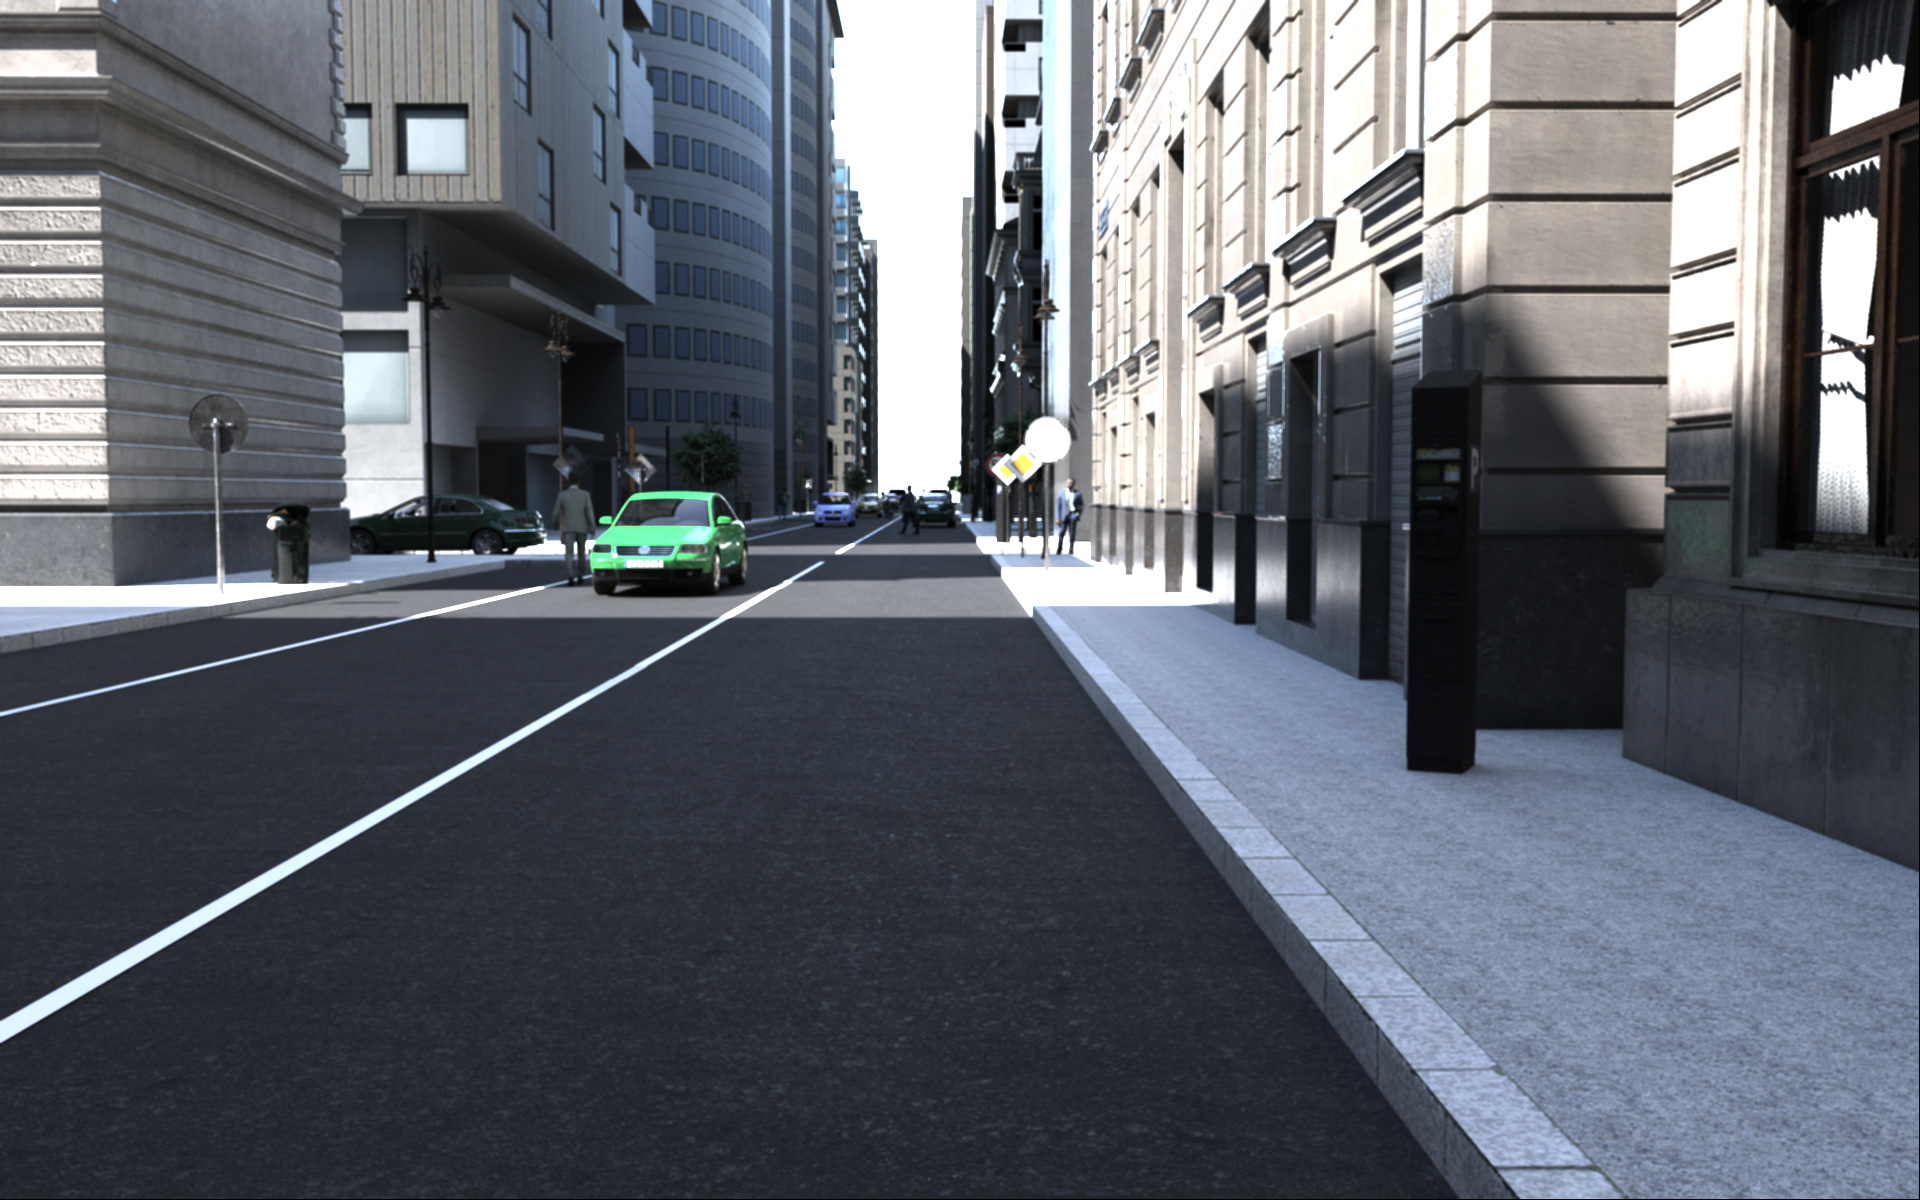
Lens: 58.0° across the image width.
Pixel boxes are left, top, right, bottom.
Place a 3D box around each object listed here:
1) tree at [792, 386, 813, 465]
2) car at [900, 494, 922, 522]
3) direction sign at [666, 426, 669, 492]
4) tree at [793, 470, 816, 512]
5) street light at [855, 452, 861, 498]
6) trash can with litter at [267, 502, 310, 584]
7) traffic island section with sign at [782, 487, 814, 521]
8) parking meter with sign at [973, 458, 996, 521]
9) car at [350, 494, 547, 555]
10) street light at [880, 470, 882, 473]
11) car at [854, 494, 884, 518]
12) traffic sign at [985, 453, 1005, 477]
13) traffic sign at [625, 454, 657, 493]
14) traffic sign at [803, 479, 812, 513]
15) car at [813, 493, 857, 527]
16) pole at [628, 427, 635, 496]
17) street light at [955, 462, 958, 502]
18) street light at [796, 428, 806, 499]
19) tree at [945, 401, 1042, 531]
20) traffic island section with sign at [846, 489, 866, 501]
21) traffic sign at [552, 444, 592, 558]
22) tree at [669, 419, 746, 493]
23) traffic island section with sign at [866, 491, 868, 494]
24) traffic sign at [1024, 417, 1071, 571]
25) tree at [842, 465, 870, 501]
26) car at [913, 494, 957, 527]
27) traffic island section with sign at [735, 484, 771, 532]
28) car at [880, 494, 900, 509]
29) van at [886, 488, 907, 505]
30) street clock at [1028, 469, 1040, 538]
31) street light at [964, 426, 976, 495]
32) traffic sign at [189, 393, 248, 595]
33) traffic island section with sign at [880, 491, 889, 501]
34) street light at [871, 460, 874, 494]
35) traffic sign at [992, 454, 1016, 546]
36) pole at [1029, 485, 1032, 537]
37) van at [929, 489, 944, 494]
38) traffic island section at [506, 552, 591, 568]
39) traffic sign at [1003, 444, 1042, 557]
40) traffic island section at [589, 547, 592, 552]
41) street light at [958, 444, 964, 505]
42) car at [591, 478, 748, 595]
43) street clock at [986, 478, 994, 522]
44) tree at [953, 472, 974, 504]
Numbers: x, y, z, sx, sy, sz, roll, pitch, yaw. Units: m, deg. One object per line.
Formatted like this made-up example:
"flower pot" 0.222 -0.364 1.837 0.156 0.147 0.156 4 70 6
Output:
"tree" -11.433 -9.845 111.328 4.360 8.622 3.978 0 3 0
"car" -2.078 -4.834 90.831 2.131 1.459 4.920 0 4 0
"direction sign" -9.735 -4.020 57.719 0.379 3.537 0.876 -1 4 -14
"tree" -11.173 -8.090 126.878 1.663 3.219 1.824 0 3 0
"street light" -11.729 -14.068 202.797 0.468 5.910 1.993 0 4 -1
"trash can with litter" -9.673 -0.820 24.791 0.624 1.170 1.055 -2 4 -33
"traffic island section with sign" -8.490 -5.141 92.677 1.989 1.847 2.006 0 4 -1
"parking meter with sign" 1.478 -5.391 84.400 1.738 3.016 0.543 -3 4 -36
"car" -11.878 -1.675 39.188 4.920 1.459 2.131 0 4 -2
"street light" -12.524 -18.476 274.862 0.468 5.910 1.993 0 4 -1
"car" -5.634 -5.852 105.910 2.015 1.641 3.980 0 4 0
"traffic sign" 1.170 -3.268 53.542 0.768 2.556 0.104 0 4 1
"traffic sign" -7.914 -2.405 42.957 0.795 2.450 0.064 0 4 -1
"traffic sign" -10.400 -7.107 118.321 0.606 2.300 0.079 1 4 8
"car" -5.542 -4.116 76.891 1.945 1.707 3.694 0 4 -1
"pole" -9.983 -3.597 52.657 0.158 3.312 0.155 0 3 0
"street light" -0.074 -13.551 194.347 0.468 5.910 1.993 0 4 -1
"street light" -10.867 -8.998 119.912 0.468 5.910 1.993 0 4 -1
"tree" 2.351 -4.734 61.113 4.285 4.588 4.351 0 3 0
"traffic island section with sign" -9.028 -8.199 142.681 1.989 1.847 2.006 0 4 -1
"traffic sign" -7.827 -1.916 34.973 0.795 2.450 0.064 0 4 -1
"tree" -11.096 -5.652 76.118 4.285 4.588 4.351 0 3 0
"traffic island section with sign" -9.337 -9.872 170.027 1.989 1.847 2.006 0 4 -1
"traffic sign" 1.448 -1.749 28.704 0.768 2.556 0.104 0 4 5
"tree" -11.721 -12.941 195.295 4.285 4.588 4.351 0 3 0
"car" -1.153 -3.940 76.209 2.131 1.459 4.920 0 4 -3
"traffic island section with sign" -8.199 -3.492 65.724 1.989 1.847 2.006 0 4 -1
"car" -6.673 -9.427 164.355 2.015 1.641 3.980 0 4 0
"van" -6.501 -10.759 180.300 2.240 2.365 5.245 0 4 1
"street clock" 2.136 -2.793 50.239 0.358 2.002 0.471 1 4 10
"street light" 0.684 -9.191 123.066 0.468 5.910 1.993 0 4 -1
"traffic sign" -9.386 -1.335 21.930 0.768 2.556 0.104 0 4 4
"traffic island section with sign" -10.227 -14.886 252.015 1.989 1.847 2.006 0 4 -1
"street light" -12.029 -16.248 238.439 0.468 5.910 1.993 0 4 -1
"traffic sign" 1.179 -2.409 43.036 0.795 2.450 0.064 0 4 -1
"pole" 2.138 -3.544 51.795 0.158 3.312 0.155 0 3 0
"van" -2.775 -12.292 205.353 2.240 2.365 5.245 0 4 -2
"traffic island section" -7.850 -0.780 35.034 2.009 0.180 2.903 0 4 -1
"traffic sign" 1.267 -1.921 35.051 0.795 2.450 0.064 0 4 -1
"traffic island section" -7.938 -1.268 43.019 2.009 0.180 2.903 0 4 -1
"street light" 0.318 -11.371 158.707 0.468 5.910 1.993 0 4 -1
"car" -4.318 -1.060 26.121 1.959 1.807 4.718 0 4 1
"street clock" 1.377 -4.611 79.966 0.358 2.002 0.471 -1 4 -20
"tree" 0.746 -8.900 140.120 1.663 3.219 1.824 0 3 0
